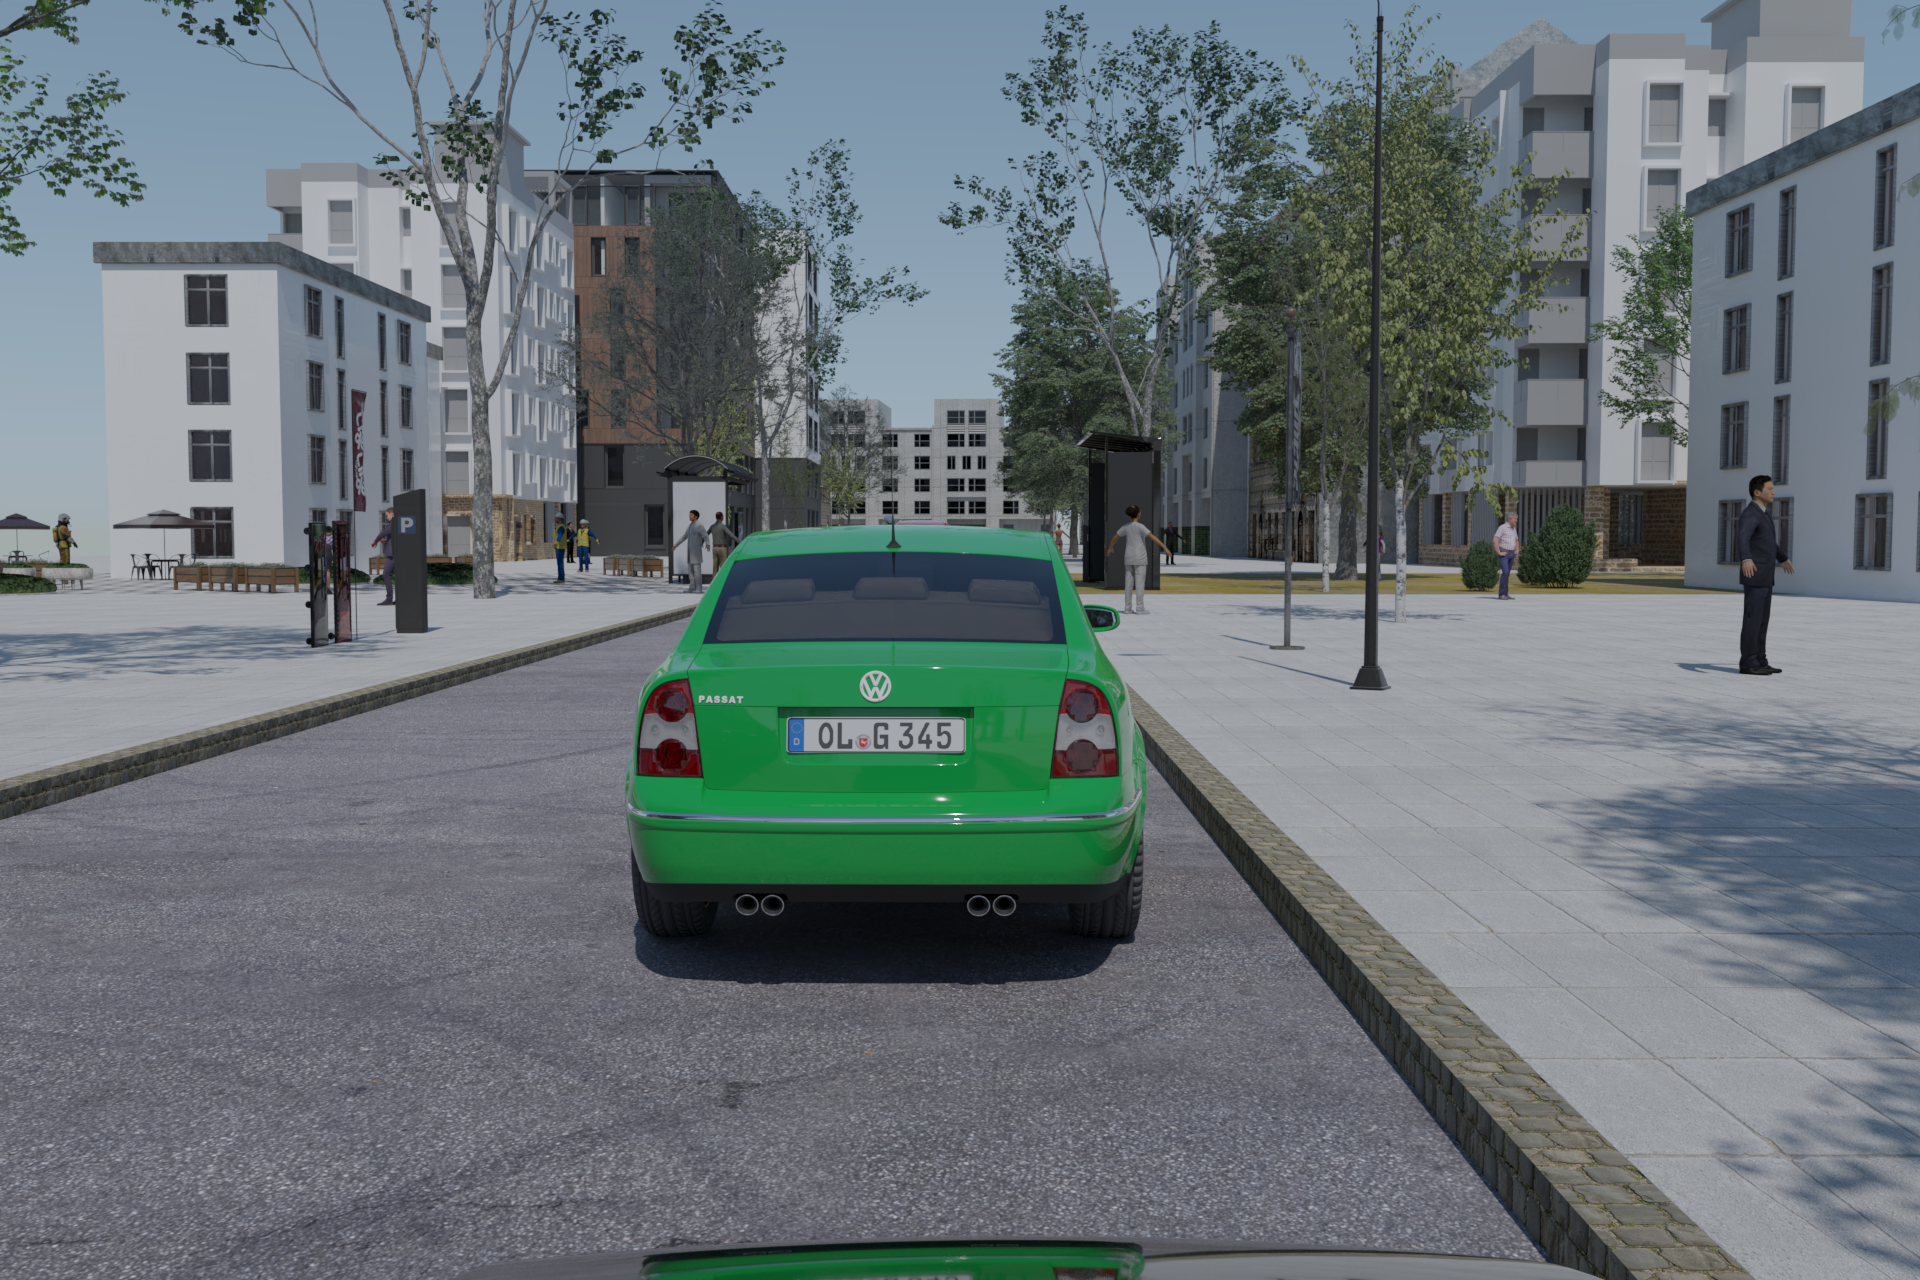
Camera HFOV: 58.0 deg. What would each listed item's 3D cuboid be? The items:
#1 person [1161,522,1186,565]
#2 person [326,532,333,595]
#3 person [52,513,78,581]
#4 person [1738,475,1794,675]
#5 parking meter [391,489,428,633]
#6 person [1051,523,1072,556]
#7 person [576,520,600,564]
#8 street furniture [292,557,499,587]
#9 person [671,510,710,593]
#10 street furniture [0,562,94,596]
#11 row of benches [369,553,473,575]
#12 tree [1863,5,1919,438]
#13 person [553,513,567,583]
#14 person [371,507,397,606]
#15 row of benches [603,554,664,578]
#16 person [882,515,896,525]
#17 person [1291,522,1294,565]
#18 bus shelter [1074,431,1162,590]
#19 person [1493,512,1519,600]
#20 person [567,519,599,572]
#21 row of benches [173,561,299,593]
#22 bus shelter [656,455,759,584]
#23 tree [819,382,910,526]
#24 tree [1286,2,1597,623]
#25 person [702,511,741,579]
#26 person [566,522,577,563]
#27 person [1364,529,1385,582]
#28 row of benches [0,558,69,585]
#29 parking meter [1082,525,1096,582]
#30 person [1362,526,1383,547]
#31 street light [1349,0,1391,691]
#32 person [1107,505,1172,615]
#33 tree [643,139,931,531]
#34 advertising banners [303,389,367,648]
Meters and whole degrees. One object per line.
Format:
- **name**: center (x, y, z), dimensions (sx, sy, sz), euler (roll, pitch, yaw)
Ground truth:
- **person**: center (8.774, -4.032, 72.151), dimensions (1.346, 1.802, 0.704), euler (-2, 4, -24)
- **person**: center (-13.360, -1.674, 36.652), dimensions (0.421, 1.427, 0.697), euler (1, 4, 13)
- **person**: center (-24.709, -2.573, 47.835), dimensions (0.705, 1.858, 1.354), euler (-3, 5, -44)
- **person**: center (7.334, -0.600, 15.853), dimensions (0.704, 1.823, 1.345), euler (3, 5, 40)
- **parking meter**: center (-7.125, -1.021, 22.413), dimensions (0.399, 1.863, 0.255), euler (0, 3, 0)
- **person**: center (4.162, -4.065, 73.268), dimensions (1.217, 1.733, 0.721), euler (-1, 4, -12)
- **person**: center (-15.846, -4.146, 73.564), dimensions (0.705, 1.856, 1.354), euler (2, 4, 33)
- **street furniture**: center (-15.283, -1.912, 46.894), dimensions (5.734, 0.657, 10.072), euler (-1, 4, -13)
- **person**: center (-5.775, -1.916, 37.514), dimensions (0.705, 1.806, 1.347), euler (-3, 5, -44)
- **street furniture**: center (-24.347, -1.355, 37.783), dimensions (10.072, 0.657, 5.734), euler (0, 4, 3)
- **row of benches**: center (-16.934, -2.437, 55.310), dimensions (4.104, 0.672, 1.422), euler (-3, 5, -42)
- **tree**: center (5.427, -3.443, 6.662), dimensions (4.360, 8.622, 3.978), euler (0, 3, 0)
- **person**: center (-10.486, -2.403, 45.258), dimensions (0.705, 1.833, 1.349), euler (-1, 4, -11)
- **person**: center (-10.329, -1.514, 31.244), dimensions (0.568, 1.767, 0.683), euler (0, 4, 1)
- **row of benches**: center (-9.904, -2.264, 52.485), dimensions (1.422, 0.672, 4.104), euler (-2, 4, -28)
- **person**: center (-1.501, -1.662, 35.765), dimensions (0.704, 1.817, 1.347), euler (1, 4, 12)
- **person**: center (13.716, -4.036, 72.123), dimensions (0.704, 1.812, 1.346), euler (1, 4, 16)
- **bus shelter**: center (3.837, -3.131, 42.471), dimensions (1.731, 3.624, 6.357), euler (0, 4, 1)
- **person**: center (10.759, -1.647, 33.916), dimensions (0.756, 1.711, 0.436), euler (-2, 4, -29)
- **person**: center (-12.630, -3.149, 57.951), dimensions (1.216, 1.772, 0.721), euler (1, 4, 11)
- **row of benches**: center (-16.170, -1.422, 38.715), dimensions (4.104, 0.672, 1.422), euler (3, 4, 36)
- **bus shelter**: center (-6.749, -3.242, 46.927), dimensions (2.014, 3.302, 5.546), euler (0, 4, 0)
- **tree**: center (-9.172, -14.118, 141.197), dimensions (12.009, 13.543, 11.850), euler (0, 3, 0)
- **tree**: center (6.425, -4.539, 24.570), dimensions (4.737, 8.622, 4.395), euler (0, 3, 0)
- **person**: center (-5.479, -2.040, 39.618), dimensions (1.348, 1.796, 0.705), euler (2, 4, 31)
- **person**: center (-17.121, -4.281, 76.174), dimensions (0.705, 1.806, 1.347), euler (2, 4, 30)
- **person**: center (11.234, -2.301, 46.891), dimensions (0.599, 1.433, 0.991), euler (-1, 4, -19)
- **row of benches**: center (-24.732, -1.736, 43.844), dimensions (4.104, 0.672, 1.422), euler (0, 4, 4)
- **parking meter**: center (3.447, -2.303, 46.065), dimensions (0.372, 1.533, 0.369), euler (0, 3, 0)
- **person**: center (12.157, -2.731, 50.787), dimensions (0.705, 1.813, 1.348), euler (2, 4, 34)
- **street light**: center (3.942, -2.546, 14.164), dimensions (1.470, 5.913, 1.316), euler (0, 4, 0)
- **person**: center (2.851, -1.282, 27.736), dimensions (1.217, 1.739, 0.721), euler (3, 5, 40)
- **tree**: center (-8.185, -13.866, 82.593), dimensions (12.611, 20.169, 13.585), euler (0, 3, 0)
- **advertising banners**: center (-7.302, -1.480, 20.381), dimensions (0.090, 3.025, 2.074), euler (0, 3, 0)
